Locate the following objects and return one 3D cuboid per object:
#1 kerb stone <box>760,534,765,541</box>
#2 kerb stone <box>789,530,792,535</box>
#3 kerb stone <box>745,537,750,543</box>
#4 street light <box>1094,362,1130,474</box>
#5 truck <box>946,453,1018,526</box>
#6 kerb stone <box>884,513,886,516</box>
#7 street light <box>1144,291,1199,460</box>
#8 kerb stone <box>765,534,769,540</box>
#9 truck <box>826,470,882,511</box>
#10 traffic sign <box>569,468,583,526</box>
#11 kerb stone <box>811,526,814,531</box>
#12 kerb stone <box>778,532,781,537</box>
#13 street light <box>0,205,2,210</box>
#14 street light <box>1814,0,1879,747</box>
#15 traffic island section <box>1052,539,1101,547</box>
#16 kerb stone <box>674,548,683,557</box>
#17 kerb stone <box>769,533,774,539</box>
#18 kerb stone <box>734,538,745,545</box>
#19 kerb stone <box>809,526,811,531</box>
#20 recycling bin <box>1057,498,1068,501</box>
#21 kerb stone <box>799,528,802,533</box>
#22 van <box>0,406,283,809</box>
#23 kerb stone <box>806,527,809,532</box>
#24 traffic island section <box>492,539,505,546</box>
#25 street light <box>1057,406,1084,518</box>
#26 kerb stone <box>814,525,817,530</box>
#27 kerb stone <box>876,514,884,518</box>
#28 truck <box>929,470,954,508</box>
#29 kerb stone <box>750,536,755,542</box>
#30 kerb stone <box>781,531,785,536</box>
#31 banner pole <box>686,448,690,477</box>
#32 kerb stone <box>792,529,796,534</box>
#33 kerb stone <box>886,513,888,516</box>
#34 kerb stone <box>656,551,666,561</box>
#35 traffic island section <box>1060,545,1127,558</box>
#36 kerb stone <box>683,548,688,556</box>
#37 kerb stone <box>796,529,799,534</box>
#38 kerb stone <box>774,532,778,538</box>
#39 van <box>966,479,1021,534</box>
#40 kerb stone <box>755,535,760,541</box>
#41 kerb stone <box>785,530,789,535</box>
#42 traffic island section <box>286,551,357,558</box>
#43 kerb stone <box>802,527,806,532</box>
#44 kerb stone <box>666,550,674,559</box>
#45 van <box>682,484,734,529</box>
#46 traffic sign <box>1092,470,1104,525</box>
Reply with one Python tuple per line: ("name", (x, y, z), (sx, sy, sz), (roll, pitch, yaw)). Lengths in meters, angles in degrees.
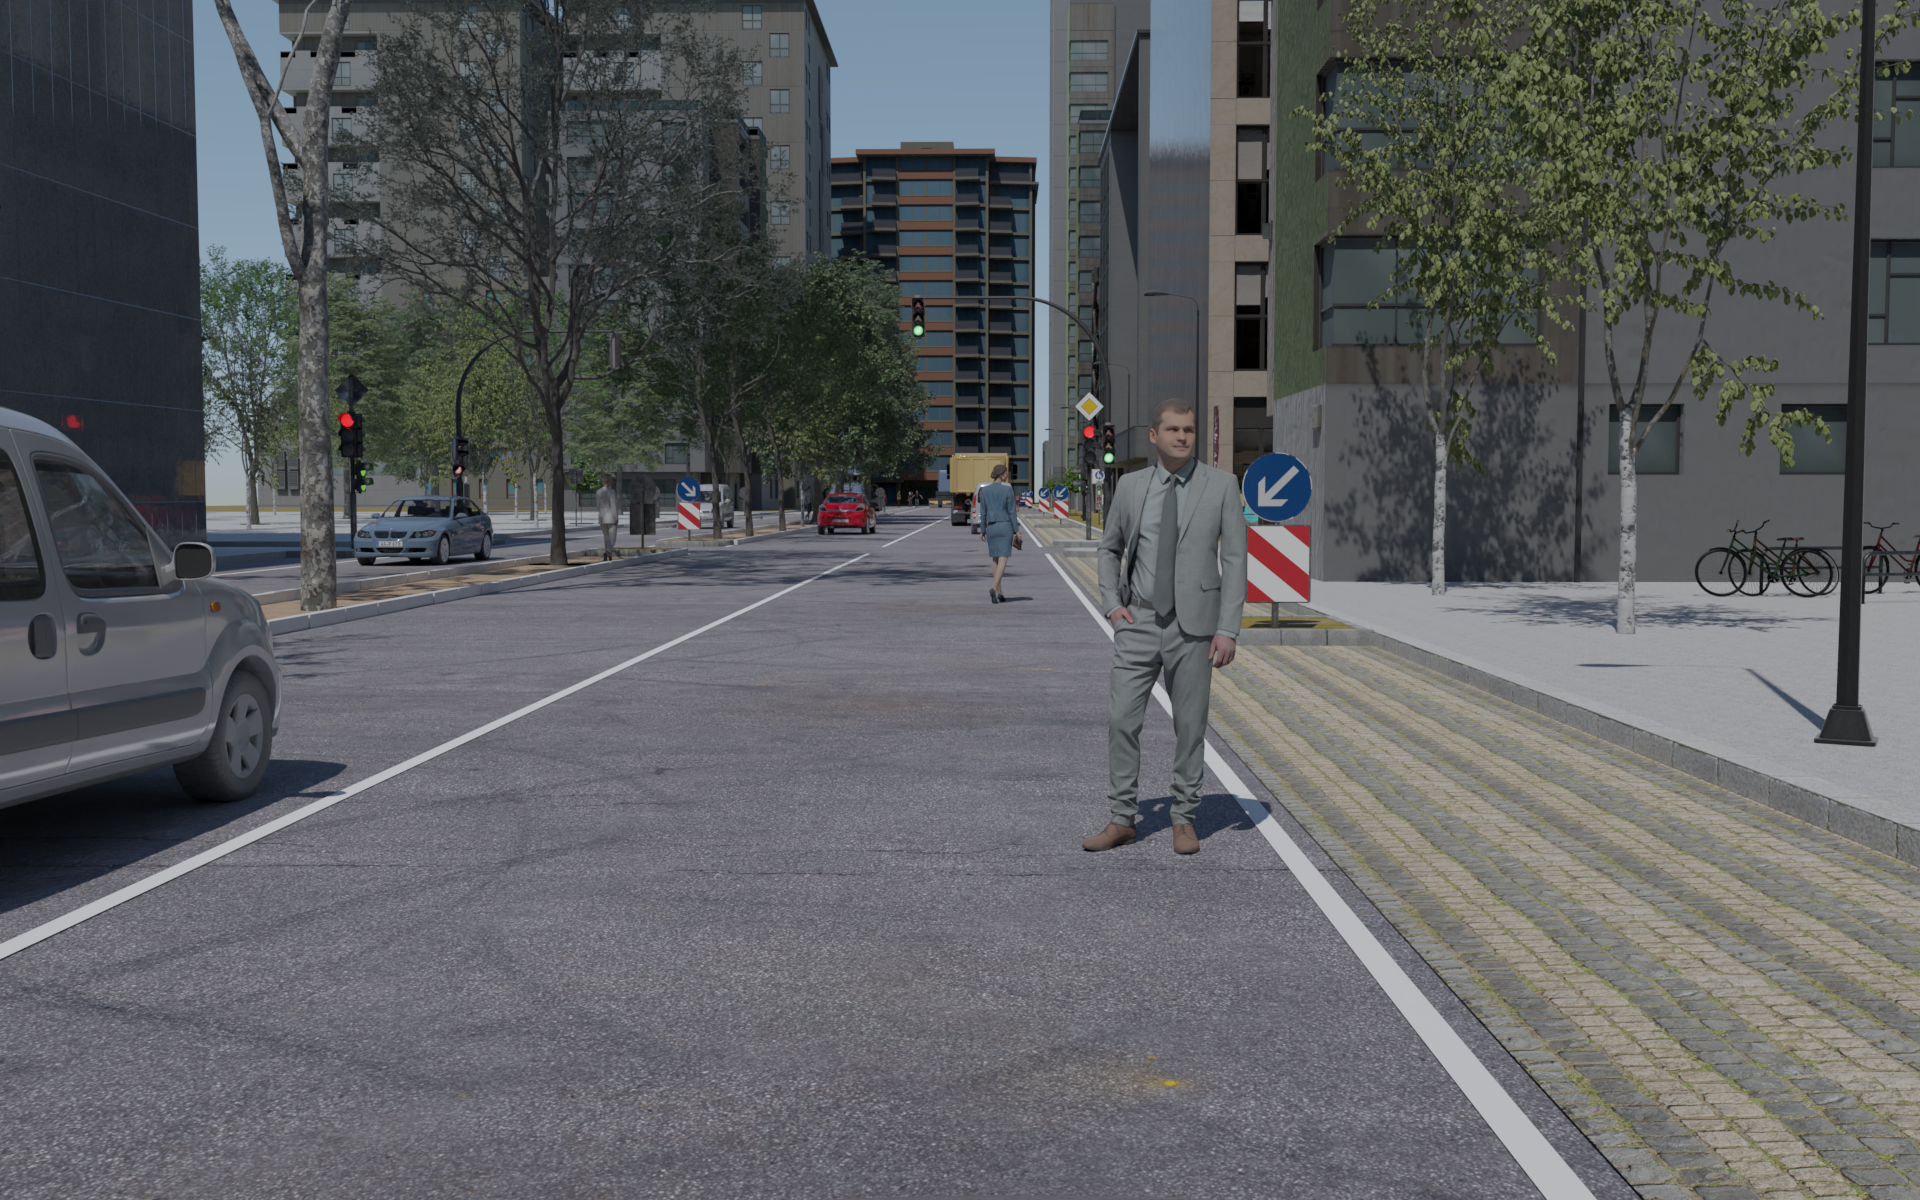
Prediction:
("kerb stone", (-6.212, -1.903, 53.314), (0.120, 0.150, 1.000), (0, 4, 1))
("kerb stone", (-6.057, -2.341, 60.485), (0.120, 0.150, 1.000), (0, 4, 1))
("kerb stone", (-6.284, -1.715, 50.232), (0.120, 0.150, 1.000), (0, 4, 1))
("street light", (5.388, -5.404, 60.905), (1.470, 5.913, 1.316), (0, 4, 1))
("truck", (0.969, -5.192, 80.813), (3.469, 3.379, 9.791), (0, 4, 2))
("kerb stone", (-4.970, -5.353, 109.711), (0.120, 0.150, 1.000), (0, 4, 1))
("street light", (4.893, -4.108, 39.704), (1.470, 5.913, 1.316), (0, 4, 1))
("kerb stone", (-6.189, -1.966, 54.336), (0.120, 0.150, 1.000), (0, 4, 1))
("truck", (-8.154, -9.045, 137.636), (2.967, 4.110, 18.799), (0, 4, 2))
("traffic sign", (-15.271, -4.082, 68.868), (0.606, 2.300, 0.079), (1, 4, 9))
("kerb stone", (-5.901, -2.781, 67.658), (0.120, 0.150, 1.000), (0, 4, 1))
("kerb stone", (-6.124, -2.154, 57.414), (0.120, 0.150, 1.000), (0, 4, 1))
("street light", (-15.916, -3.372, 27.673), (1.470, 5.913, 1.316), (0, 4, 1))
("street light", (4.046, -2.218, 8.801), (1.470, 5.913, 1.316), (0, 4, 1))
("traffic island section", (3.583, -1.569, 47.940), (2.009, 0.180, 2.903), (0, 4, 1))
("kerb stone", (-6.518, -1.048, 39.399), (0.120, 0.150, 1.000), (0, 4, 1))
("kerb stone", (-6.162, -2.028, 55.359), (0.120, 0.150, 1.000), (0, 4, 1))
("kerb stone", (-6.310, -1.652, 49.201), (0.120, 0.150, 1.000), (0, 4, 1))
("kerb stone", (-5.926, -2.716, 66.636), (0.120, 0.150, 1.000), (0, 4, 1))
("recycling bin", (6.672, -6.120, 112.608), (0.722, 1.027, 0.722), (0, 4, 1))
("kerb stone", (-5.995, -2.530, 63.555), (0.120, 0.150, 1.000), (0, 4, 1))
("van", (-4.204, 0.011, 6.837), (2.013, 2.044, 4.112), (0, 4, 2))
("kerb stone", (-5.947, -2.656, 65.614), (0.120, 0.150, 1.000), (0, 4, 1))
("traffic island section", (-13.954, -1.593, 48.329), (2.009, 0.180, 2.903), (0, 4, 1))
("street light", (6.019, -7.300, 91.891), (1.470, 5.913, 1.316), (0, 4, 1))
("kerb stone", (-5.881, -2.843, 68.683), (0.120, 0.150, 1.000), (0, 4, 1))
("kerb stone", (-4.994, -5.290, 108.687), (0.120, 0.150, 1.000), (0, 4, 1))
("truck", (-1.534, -12.164, 188.634), (2.967, 4.110, 18.799), (0, 4, 3))
("kerb stone", (-6.266, -1.777, 51.257), (0.120, 0.150, 1.000), (0, 4, 1))
("kerb stone", (-6.098, -2.217, 58.441), (0.120, 0.150, 1.000), (0, 4, 1))
("banner pole", (-14.638, -6.319, 93.333), (0.401, 3.779, 0.863), (0, 4, 8))
("kerb stone", (-6.027, -2.404, 61.509), (0.120, 0.150, 1.000), (0, 4, 1))
("kerb stone", (-4.931, -5.478, 111.756), (0.120, 0.150, 1.000), (0, 4, 1))
("kerb stone", (-6.562, -0.926, 37.351), (0.120, 0.150, 1.000), (0, 4, 1))
("traffic island section", (3.407, -1.081, 39.957), (2.009, 0.180, 2.903), (0, 4, 1))
("kerb stone", (-6.495, -1.115, 40.420), (0.120, 0.150, 1.000), (0, 4, 1))
("kerb stone", (-6.008, -2.467, 62.531), (0.120, 0.150, 1.000), (0, 4, 1))
("kerb stone", (-6.145, -2.091, 56.389), (0.120, 0.150, 1.000), (0, 4, 1))
("van", (1.214, -3.418, 62.903), (2.013, 2.044, 4.112), (0, 4, 0))
("kerb stone", (-6.239, -1.840, 52.288), (0.120, 0.150, 1.000), (0, 4, 1))
("kerb stone", (-6.076, -2.279, 59.463), (0.120, 0.150, 1.000), (0, 4, 1))
("traffic island section", (-14.130, -1.105, 40.346), (2.009, 0.180, 2.903), (0, 4, 1))
("kerb stone", (-5.967, -2.587, 64.580), (0.120, 0.150, 1.000), (0, 4, 1))
("kerb stone", (-6.544, -0.989, 38.373), (0.120, 0.150, 1.000), (0, 4, 1))
("van", (-10.522, -4.004, 72.474), (2.013, 2.044, 4.112), (0, 4, 1))
("traffic sign", (5.771, -4.260, 71.783), (0.606, 2.300, 0.079), (0, 4, 7))
